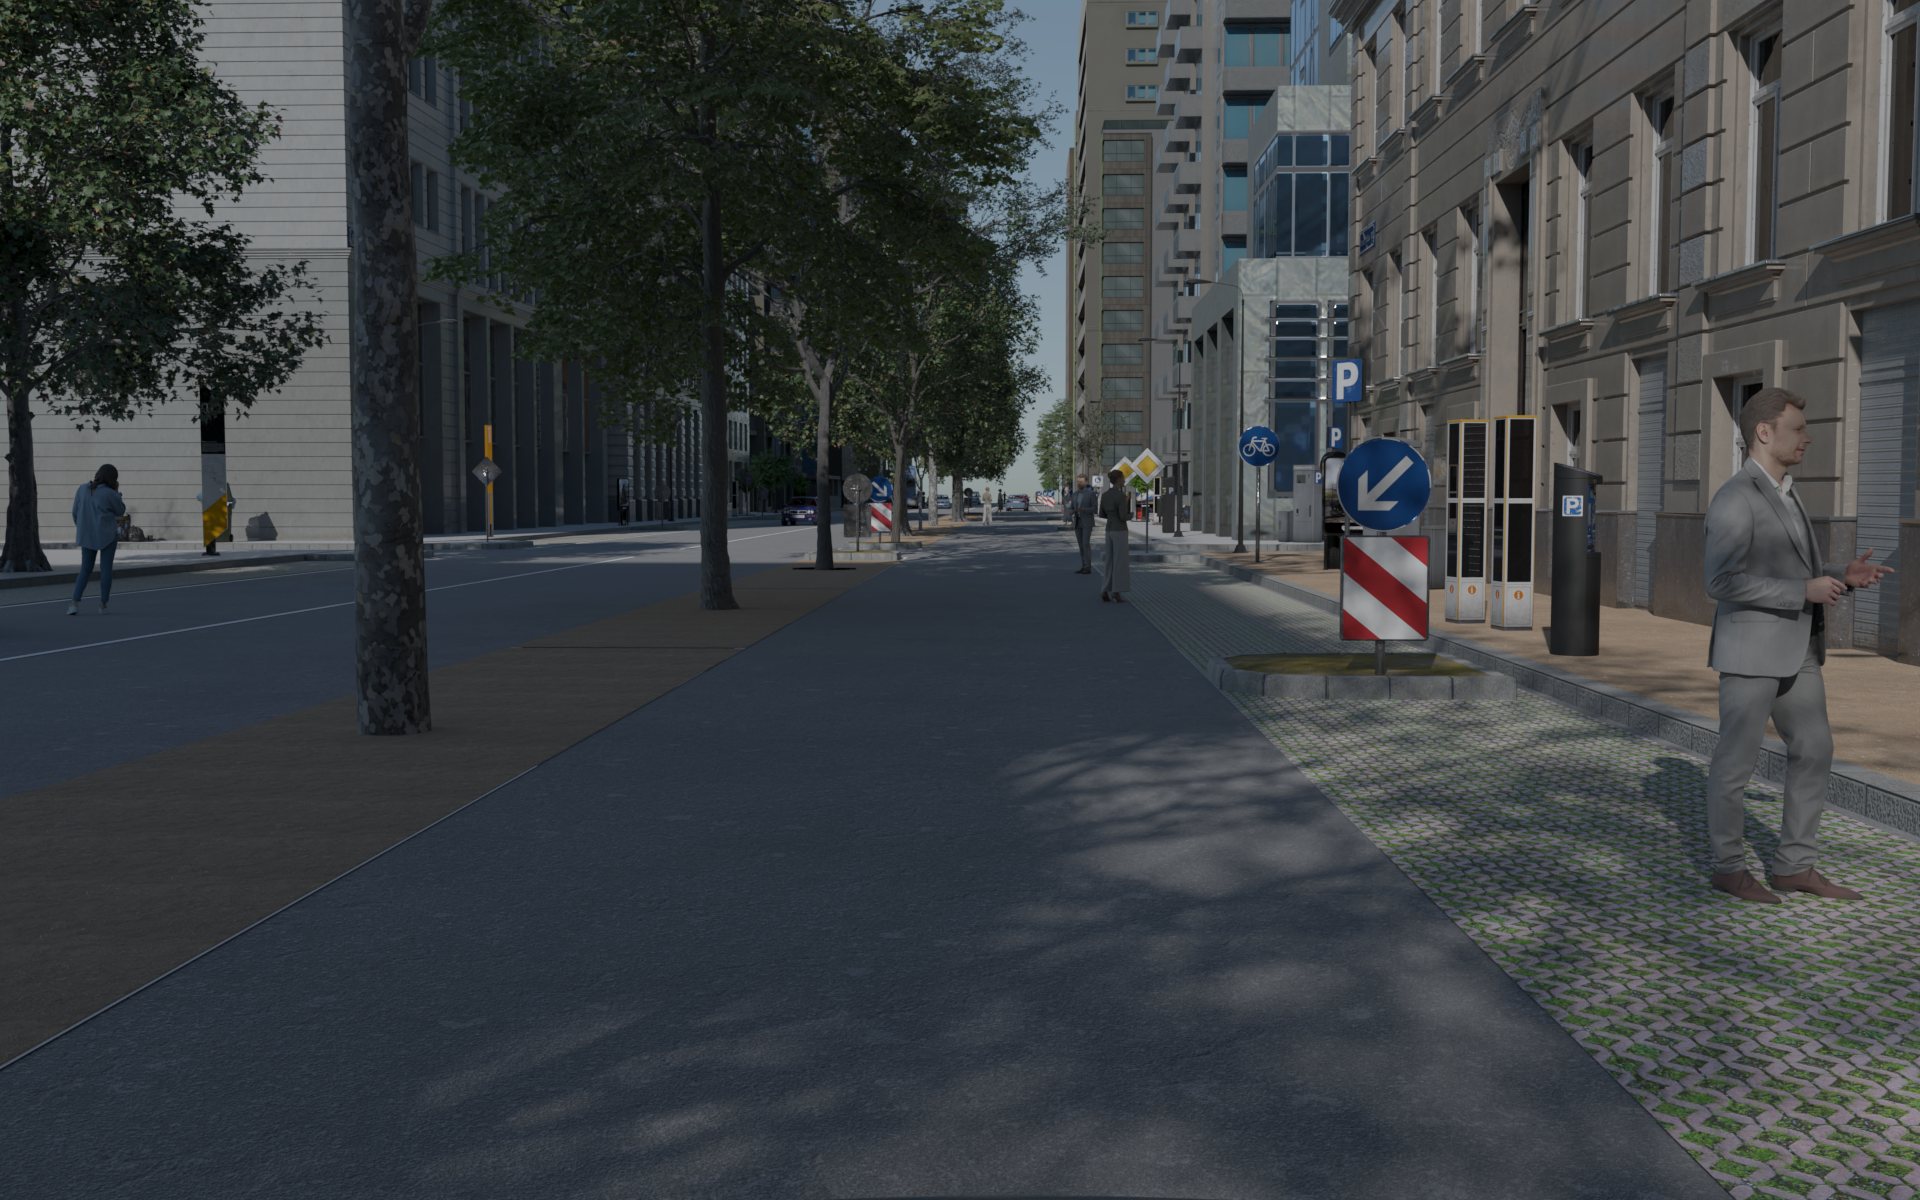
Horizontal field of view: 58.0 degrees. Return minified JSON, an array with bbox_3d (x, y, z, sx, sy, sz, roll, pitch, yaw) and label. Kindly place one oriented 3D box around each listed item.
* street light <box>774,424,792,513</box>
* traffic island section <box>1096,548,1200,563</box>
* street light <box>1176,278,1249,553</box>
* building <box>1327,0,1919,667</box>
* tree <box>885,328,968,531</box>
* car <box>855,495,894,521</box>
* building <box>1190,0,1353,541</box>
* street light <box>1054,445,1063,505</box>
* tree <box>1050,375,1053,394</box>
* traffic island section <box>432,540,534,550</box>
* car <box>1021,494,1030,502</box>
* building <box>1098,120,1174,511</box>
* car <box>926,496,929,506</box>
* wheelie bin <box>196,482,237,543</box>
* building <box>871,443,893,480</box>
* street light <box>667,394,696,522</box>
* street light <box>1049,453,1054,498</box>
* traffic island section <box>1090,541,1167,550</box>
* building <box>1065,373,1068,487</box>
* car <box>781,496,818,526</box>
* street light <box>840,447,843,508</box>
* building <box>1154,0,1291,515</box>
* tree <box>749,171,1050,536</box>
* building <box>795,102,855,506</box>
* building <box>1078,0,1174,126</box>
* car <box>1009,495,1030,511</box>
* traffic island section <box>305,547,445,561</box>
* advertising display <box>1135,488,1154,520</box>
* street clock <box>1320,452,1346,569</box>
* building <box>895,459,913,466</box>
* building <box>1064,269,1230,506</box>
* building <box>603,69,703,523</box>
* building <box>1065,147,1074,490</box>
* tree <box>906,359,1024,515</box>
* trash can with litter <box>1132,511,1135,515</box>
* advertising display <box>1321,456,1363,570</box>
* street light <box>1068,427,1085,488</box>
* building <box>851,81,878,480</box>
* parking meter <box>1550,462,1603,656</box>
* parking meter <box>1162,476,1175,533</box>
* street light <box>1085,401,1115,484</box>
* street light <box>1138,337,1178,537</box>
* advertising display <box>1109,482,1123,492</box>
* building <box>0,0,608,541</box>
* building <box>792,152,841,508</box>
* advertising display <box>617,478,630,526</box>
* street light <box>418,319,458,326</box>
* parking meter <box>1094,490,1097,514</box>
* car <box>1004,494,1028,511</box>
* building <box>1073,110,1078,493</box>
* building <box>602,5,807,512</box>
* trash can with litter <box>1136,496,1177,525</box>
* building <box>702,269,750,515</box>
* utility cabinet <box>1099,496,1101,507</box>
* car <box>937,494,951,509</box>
[{"bbox_3d":[-11.717,-8.716,115.050,1.470,5.913,1.316,0,4,2],"label":"street light"},{"bbox_3d":[4.080,-0.939,37.633,2.009,0.180,2.903,0,4,2],"label":"traffic island section"},{"bbox_3d":[5.551,-3.970,37.455,1.470,5.913,1.316,0,4,2],"label":"street light"},{"bbox_3d":[13.136,-13.798,22.856,12.463,27.353,25.104,0,4,2],"label":"building"},{"bbox_3d":[-1.575,-7.012,67.463,4.737,8.622,4.395,0,3,0],"label":"tree"},{"bbox_3d":[-3.443,-3.695,72.420,2.014,1.417,4.499,0,4,2],"label":"car"},{"bbox_3d":[23.492,-45.448,55.747,31.000,86.520,22.319,0,4,2],"label":"building"},{"bbox_3d":[9.837,-11.607,162.309,1.470,5.913,1.316,0,4,2],"label":"street light"},{"bbox_3d":[-0.048,-10.322,88.224,9.611,12.733,9.660,0,3,0],"label":"tree"},{"bbox_3d":[-12.624,-1.463,46.206,2.009,0.180,2.903,0,4,2],"label":"traffic island section"},{"bbox_3d":[8.043,-13.137,223.823,2.155,1.783,4.494,0,4,1],"label":"car"},{"bbox_3d":[17.927,-22.329,136.776,14.160,30.474,14.107,0,4,2],"label":"building"},{"bbox_3d":[-3.189,-12.358,212.272,2.015,1.641,3.980,0,4,2],"label":"car"},{"bbox_3d":[-19.699,-2.320,45.841,0.980,1.594,0.693,-3,5,-41],"label":"wheelie bin"},{"bbox_3d":[-19.978,-38.487,248.877,23.786,49.044,30.456,0,4,2],"label":"building"},{"bbox_3d":[-12.936,-6.612,80.653,1.470,5.913,1.316,0,4,2],"label":"street light"},{"bbox_3d":[11.524,-14.607,211.362,1.470,5.913,1.316,0,4,2],"label":"street light"},{"bbox_3d":[4.357,-1.427,45.613,2.009,0.180,2.903,0,4,2],"label":"traffic island section"},{"bbox_3d":[25.376,-37.489,236.639,21.300,48.544,21.600,0,4,2],"label":"building"},{"bbox_3d":[-7.135,-4.091,79.466,1.945,1.354,3.894,0,4,3],"label":"car"},{"bbox_3d":[-10.195,-11.291,157.149,1.470,5.913,1.316,0,4,2],"label":"street light"},{"bbox_3d":[22.833,-29.251,97.860,23.786,49.044,30.456,0,4,2],"label":"building"},{"bbox_3d":[-2.000,-8.485,58.196,9.611,12.733,9.660,0,3,0],"label":"tree"},{"bbox_3d":[-18.688,-32.550,182.300,14.600,45.320,14.200,0,4,2],"label":"building"},{"bbox_3d":[21.499,-32.471,154.598,21.300,48.544,21.600,0,4,2],"label":"building"},{"bbox_3d":[5.059,-8.359,149.250,1.945,1.354,3.894,0,4,1],"label":"car"},{"bbox_3d":[-12.901,-0.975,38.226,2.009,0.180,2.903,0,4,2],"label":"traffic island section"},{"bbox_3d":[9.021,-4.832,84.219,0.974,1.923,0.123,1,4,11],"label":"advertising display"},{"bbox_3d":[6.402,-1.533,29.635,0.471,2.002,0.358,-2,4,-29],"label":"street clock"},{"bbox_3d":[-14.864,-36.007,272.315,14.154,41.232,14.086,0,4,2],"label":"building"},{"bbox_3d":[27.331,-58.087,262.397,22.319,86.520,31.000,0,4,2],"label":"building"},{"bbox_3d":[-19.276,-15.748,86.362,11.050,23.489,19.941,0,4,2],"label":"building"},{"bbox_3d":[20.440,-34.761,218.458,14.600,45.320,14.200,0,4,2],"label":"building"},{"bbox_3d":[0.037,-12.674,116.325,9.857,13.997,8.962,0,3,0],"label":"tree"},{"bbox_3d":[9.968,-5.584,102.690,0.624,1.170,1.055,-3,4,-36],"label":"trash can with litter"},{"bbox_3d":[6.596,-1.468,29.215,0.974,1.923,0.123,0,4,-1],"label":"advertising display"},{"bbox_3d":[8.384,-9.053,120.552,1.470,5.913,1.316,0,4,2],"label":"street light"},{"bbox_3d":[-24.130,-38.577,219.969,28.713,52.752,27.495,0,4,2],"label":"building"},{"bbox_3d":[4.917,-0.331,13.815,0.372,1.533,0.369,0,3,0],"label":"parking meter"},{"bbox_3d":[6.833,-3.125,56.798,0.399,1.863,0.255,-2,4,-28],"label":"parking meter"},{"bbox_3d":[7.139,-6.949,86.156,1.470,5.913,1.316,0,4,2],"label":"street light"},{"bbox_3d":[5.958,-4.823,51.389,1.470,5.913,1.316,0,4,2],"label":"street light"},{"bbox_3d":[7.365,-4.685,81.809,0.123,1.923,0.974,-2,4,-28],"label":"advertising display"},{"bbox_3d":[-21.484,-17.365,61.405,11.434,29.767,29.804,0,4,2],"label":"building"},{"bbox_3d":[-27.987,-28.832,163.286,32.217,40.220,23.993,0,4,2],"label":"building"},{"bbox_3d":[-13.641,-3.972,70.150,0.123,1.923,0.974,1,4,13],"label":"advertising display"},{"bbox_3d":[-14.021,-4.502,46.150,1.470,5.913,1.316,0,4,2],"label":"street light"},{"bbox_3d":[8.509,-6.145,108.885,0.372,1.533,0.369,0,3,0],"label":"parking meter"},{"bbox_3d":[4.714,-8.123,144.819,2.014,1.417,4.499,0,4,3],"label":"car"},{"bbox_3d":[19.287,-30.821,187.518,14.154,41.232,14.086,0,4,2],"label":"building"},{"bbox_3d":[-24.084,-29.459,136.274,22.147,44.769,28.867,0,4,2],"label":"building"},{"bbox_3d":[8.184,-3.698,71.514,1.678,1.210,2.233,0,4,1],"label":"trash can with litter"},{"bbox_3d":[-19.272,-15.296,104.835,10.420,20.320,16.860,0,4,2],"label":"building"},{"bbox_3d":[7.828,-5.128,95.000,0.306,1.237,1.020,1,4,11],"label":"utility cabinet"},{"bbox_3d":[-1.819,-9.473,166.892,2.014,1.417,4.499,0,3,0],"label":"car"}]
